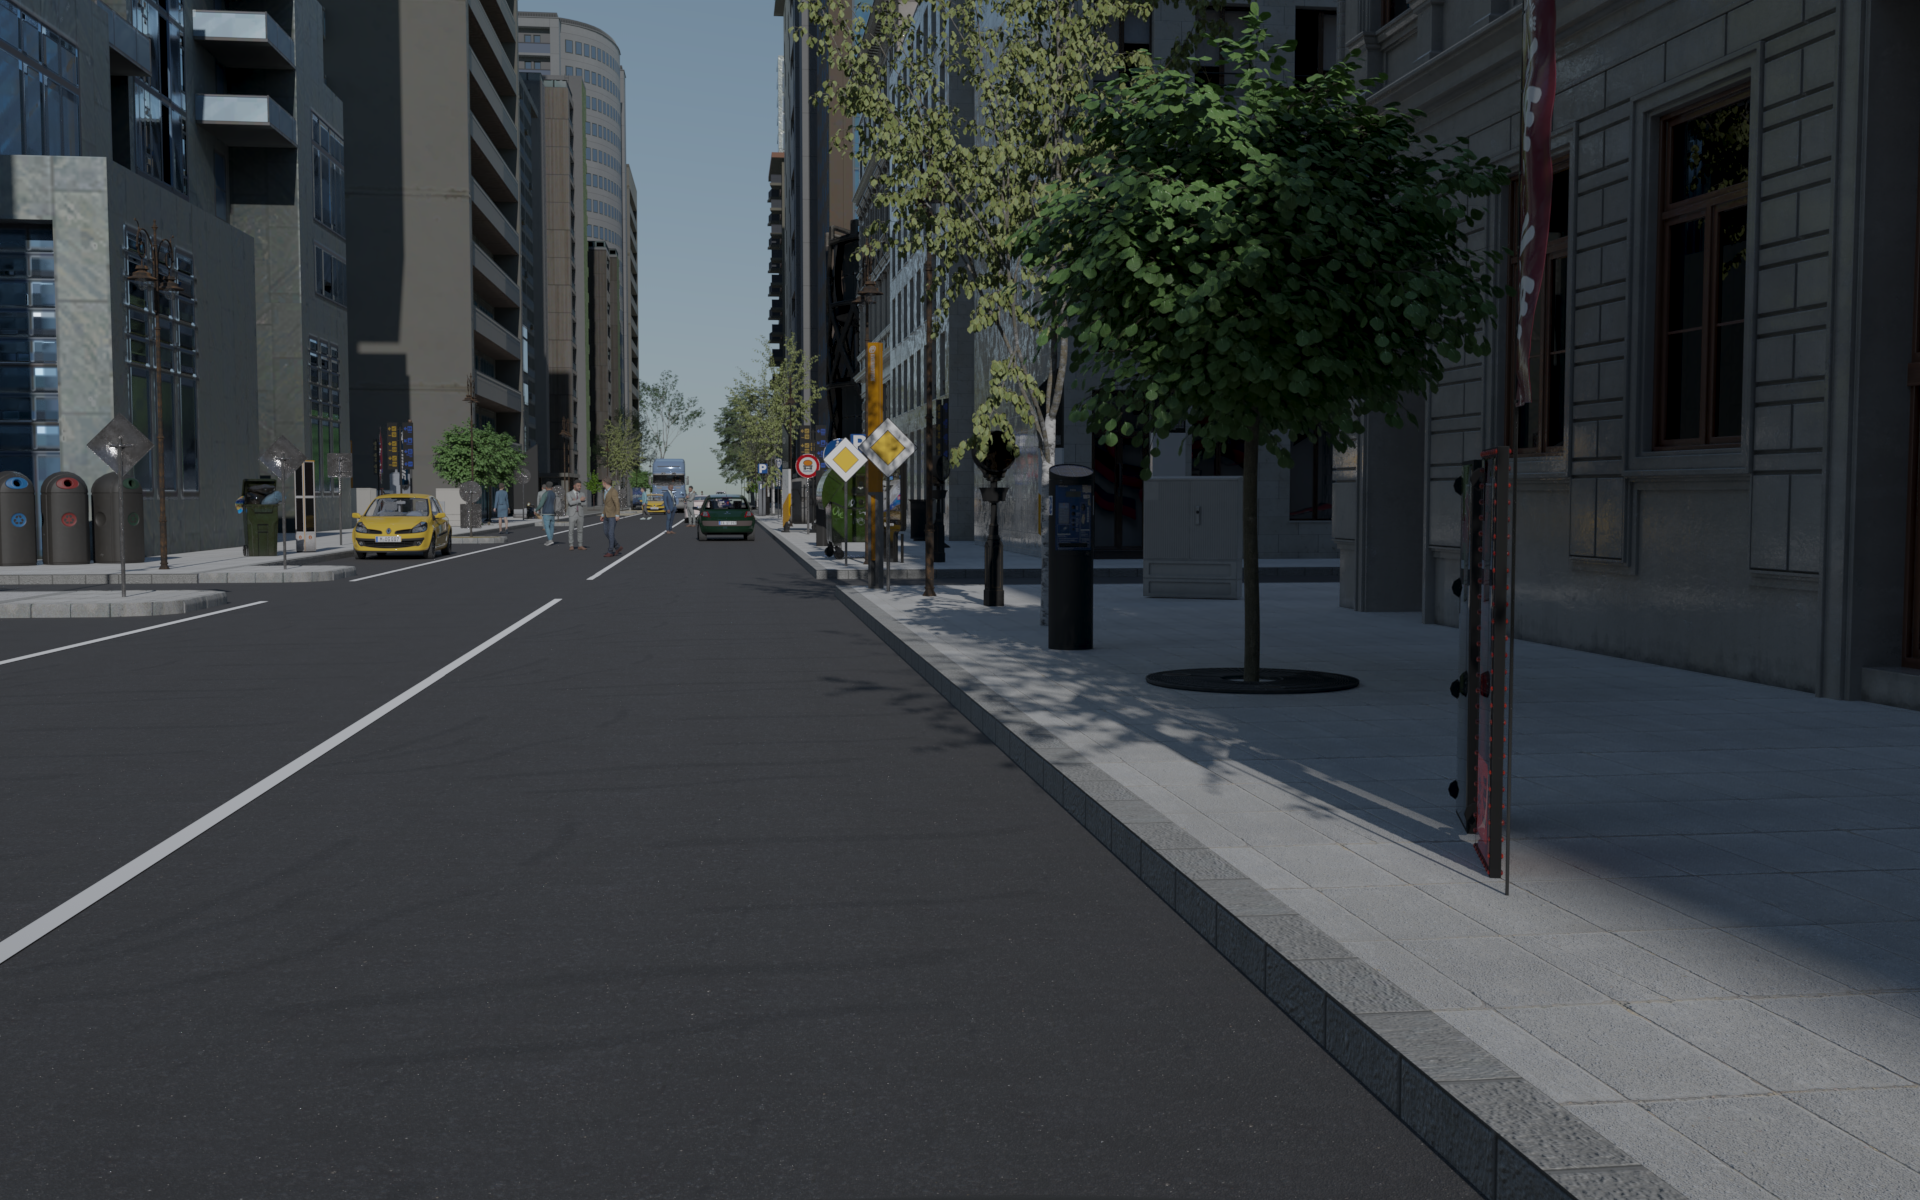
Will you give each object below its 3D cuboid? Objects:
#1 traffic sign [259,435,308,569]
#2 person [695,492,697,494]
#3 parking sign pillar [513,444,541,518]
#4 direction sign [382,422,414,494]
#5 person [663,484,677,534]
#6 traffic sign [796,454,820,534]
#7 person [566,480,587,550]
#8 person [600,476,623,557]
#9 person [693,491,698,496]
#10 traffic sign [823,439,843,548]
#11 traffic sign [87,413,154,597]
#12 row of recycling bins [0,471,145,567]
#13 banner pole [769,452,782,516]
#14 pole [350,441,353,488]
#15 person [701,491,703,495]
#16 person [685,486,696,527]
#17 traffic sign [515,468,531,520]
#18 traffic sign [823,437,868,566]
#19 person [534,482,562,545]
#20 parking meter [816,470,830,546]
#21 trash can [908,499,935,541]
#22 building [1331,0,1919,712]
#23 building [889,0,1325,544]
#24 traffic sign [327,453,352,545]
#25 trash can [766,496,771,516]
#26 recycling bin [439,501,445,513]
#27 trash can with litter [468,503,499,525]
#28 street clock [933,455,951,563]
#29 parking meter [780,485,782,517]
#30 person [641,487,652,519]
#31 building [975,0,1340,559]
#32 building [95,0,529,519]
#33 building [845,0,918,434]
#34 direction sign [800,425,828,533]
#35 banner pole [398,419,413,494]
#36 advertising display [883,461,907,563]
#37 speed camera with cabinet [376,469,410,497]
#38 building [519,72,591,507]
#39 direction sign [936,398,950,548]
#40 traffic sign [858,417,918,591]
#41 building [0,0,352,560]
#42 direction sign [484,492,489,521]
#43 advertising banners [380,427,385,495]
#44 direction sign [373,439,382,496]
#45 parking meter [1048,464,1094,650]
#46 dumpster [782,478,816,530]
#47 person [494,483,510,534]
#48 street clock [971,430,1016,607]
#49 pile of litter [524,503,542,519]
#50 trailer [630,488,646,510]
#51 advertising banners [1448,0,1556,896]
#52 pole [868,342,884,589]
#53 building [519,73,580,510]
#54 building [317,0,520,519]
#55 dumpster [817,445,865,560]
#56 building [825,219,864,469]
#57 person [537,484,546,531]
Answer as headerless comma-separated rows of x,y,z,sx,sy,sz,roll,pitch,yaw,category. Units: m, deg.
-11.484,-1.577,29.418,0.795,2.450,0.064,0,4,-8,traffic sign
-36.306,-13.974,237.759,1.217,1.735,0.721,-2,4,-35,person
-23.366,-6.412,93.305,1.447,3.967,1.447,0,4,-5,parking sign pillar
-17.722,-3.848,54.914,0.876,3.537,0.379,1,4,10,direction sign
-10.481,-3.295,62.555,0.419,1.800,0.721,1,4,21,person
-4.817,-3.352,54.903,0.768,2.556,0.104,0,4,-2,traffic sign
-9.769,-2.174,44.219,0.466,1.800,0.511,3,5,42,person
-8.012,-1.913,39.681,0.656,1.842,0.836,1,4,20,person
-31.495,-12.026,205.112,1.348,1.826,0.705,1,4,22,person
-2.763,-2.433,39.890,0.768,2.556,0.104,0,4,-7,traffic sign
-10.409,-1.093,21.506,0.795,2.450,0.064,0,4,-8,traffic sign
-16.648,-1.476,31.251,3.534,1.692,1.069,-3,5,-45,row of recycling bins
-10.800,-6.820,101.519,0.863,3.779,0.401,-1,4,-12,banner pole
-23.238,-4.414,66.019,0.158,3.312,0.155,0,3,0,pole
-31.745,-12.506,212.974,0.705,1.824,1.348,-1,4,-9,person
-11.865,-4.117,75.990,0.511,1.800,0.466,2,4,31,person
-21.479,-5.201,85.148,0.768,2.556,0.104,0,4,-2,traffic sign
-2.024,-1.654,30.679,0.795,2.450,0.064,0,4,-8,traffic sign
-11.496,-2.425,48.493,0.721,1.781,0.623,2,4,29,person
-3.339,-2.252,42.534,0.255,1.863,0.399,2,4,30,parking meter
-1.054,-2.182,47.328,0.748,1.137,0.748,0,3,0,trash can
10.534,-10.636,10.056,11.583,22.565,21.152,0,4,-8,building
3.714,-12.292,55.718,10.420,20.320,16.860,0,4,-8,building
-15.498,-2.518,43.304,0.606,2.300,0.079,0,4,-3,traffic sign
-11.621,-5.594,103.122,0.748,1.137,0.748,0,3,0,trash can
-18.248,-2.884,59.709,0.722,1.027,0.722,3,5,39,recycling bin
-19.892,-3.642,70.600,2.233,1.210,1.678,-1,4,-12,trash can with litter
-0.404,-1.708,32.489,0.358,2.002,0.471,2,4,35,street clock
-9.867,-5.566,96.715,0.255,1.863,0.399,0,4,4,parking meter
-17.807,-5.480,98.121,0.620,1.820,0.660,-1,4,-22,person
9.398,-11.289,39.328,16.860,20.320,10.420,0,4,-8,building
-40.360,-49.077,115.088,22.319,86.520,31.000,0,4,-8,building
1.231,-15.007,74.238,11.050,23.489,19.941,0,4,-8,building
-4.833,-3.978,57.045,0.876,3.537,0.379,-1,4,-16,direction sign
-18.627,-4.177,58.303,0.863,3.779,0.401,2,4,35,banner pole
-1.300,-1.672,32.543,0.123,1.923,0.974,-2,4,-32,advertising display
-24.360,-4.867,73.917,0.660,3.252,2.038,1,4,22,speed camera with cabinet
-42.763,-29.360,163.624,14.154,41.232,14.086,0,4,-8,building
-0.421,-3.019,41.352,0.379,3.537,0.876,-1,4,-19,direction sign
-0.948,-1.170,22.766,0.795,2.450,0.064,0,4,-8,traffic sign
-29.442,-44.774,44.726,22.319,86.520,31.000,0,4,-8,building
-22.185,-5.457,81.216,0.379,3.537,0.876,3,5,39,direction sign
-15.341,-3.045,45.972,0.090,3.025,2.074,-1,4,-17,advertising banners
-23.827,-4.831,70.981,0.379,3.537,0.876,-3,5,-41,direction sign
0.919,-0.363,14.344,0.372,1.533,0.369,0,3,0,parking meter
-5.622,-3.396,61.289,1.264,1.857,1.865,0,4,-8,dumpster
-16.358,-3.263,61.875,0.581,1.822,0.654,-2,4,-24,person
0.387,-0.932,19.806,0.471,2.002,0.358,-1,4,-20,street clock
-21.852,-4.595,89.100,1.176,0.858,1.719,0,4,-6,pile of litter
-28.027,-8.814,151.162,1.471,1.999,3.904,0,4,-6,trailer
1.839,-0.597,5.950,0.090,3.025,2.074,1,4,11,advertising banners
-1.142,-1.809,23.425,0.158,3.312,0.155,0,3,0,pole
-48.594,-27.625,143.543,32.217,40.220,23.993,0,4,-8,building
-34.547,-28.398,88.011,21.300,48.544,21.600,0,4,-8,building
-2.059,-1.960,34.546,1.502,2.255,1.985,0,4,-8,dumpster
0.750,-14.131,98.498,16.820,18.784,16.811,0,4,-8,building
-16.250,-3.628,67.917,0.635,1.810,0.391,-1,4,-22,person
